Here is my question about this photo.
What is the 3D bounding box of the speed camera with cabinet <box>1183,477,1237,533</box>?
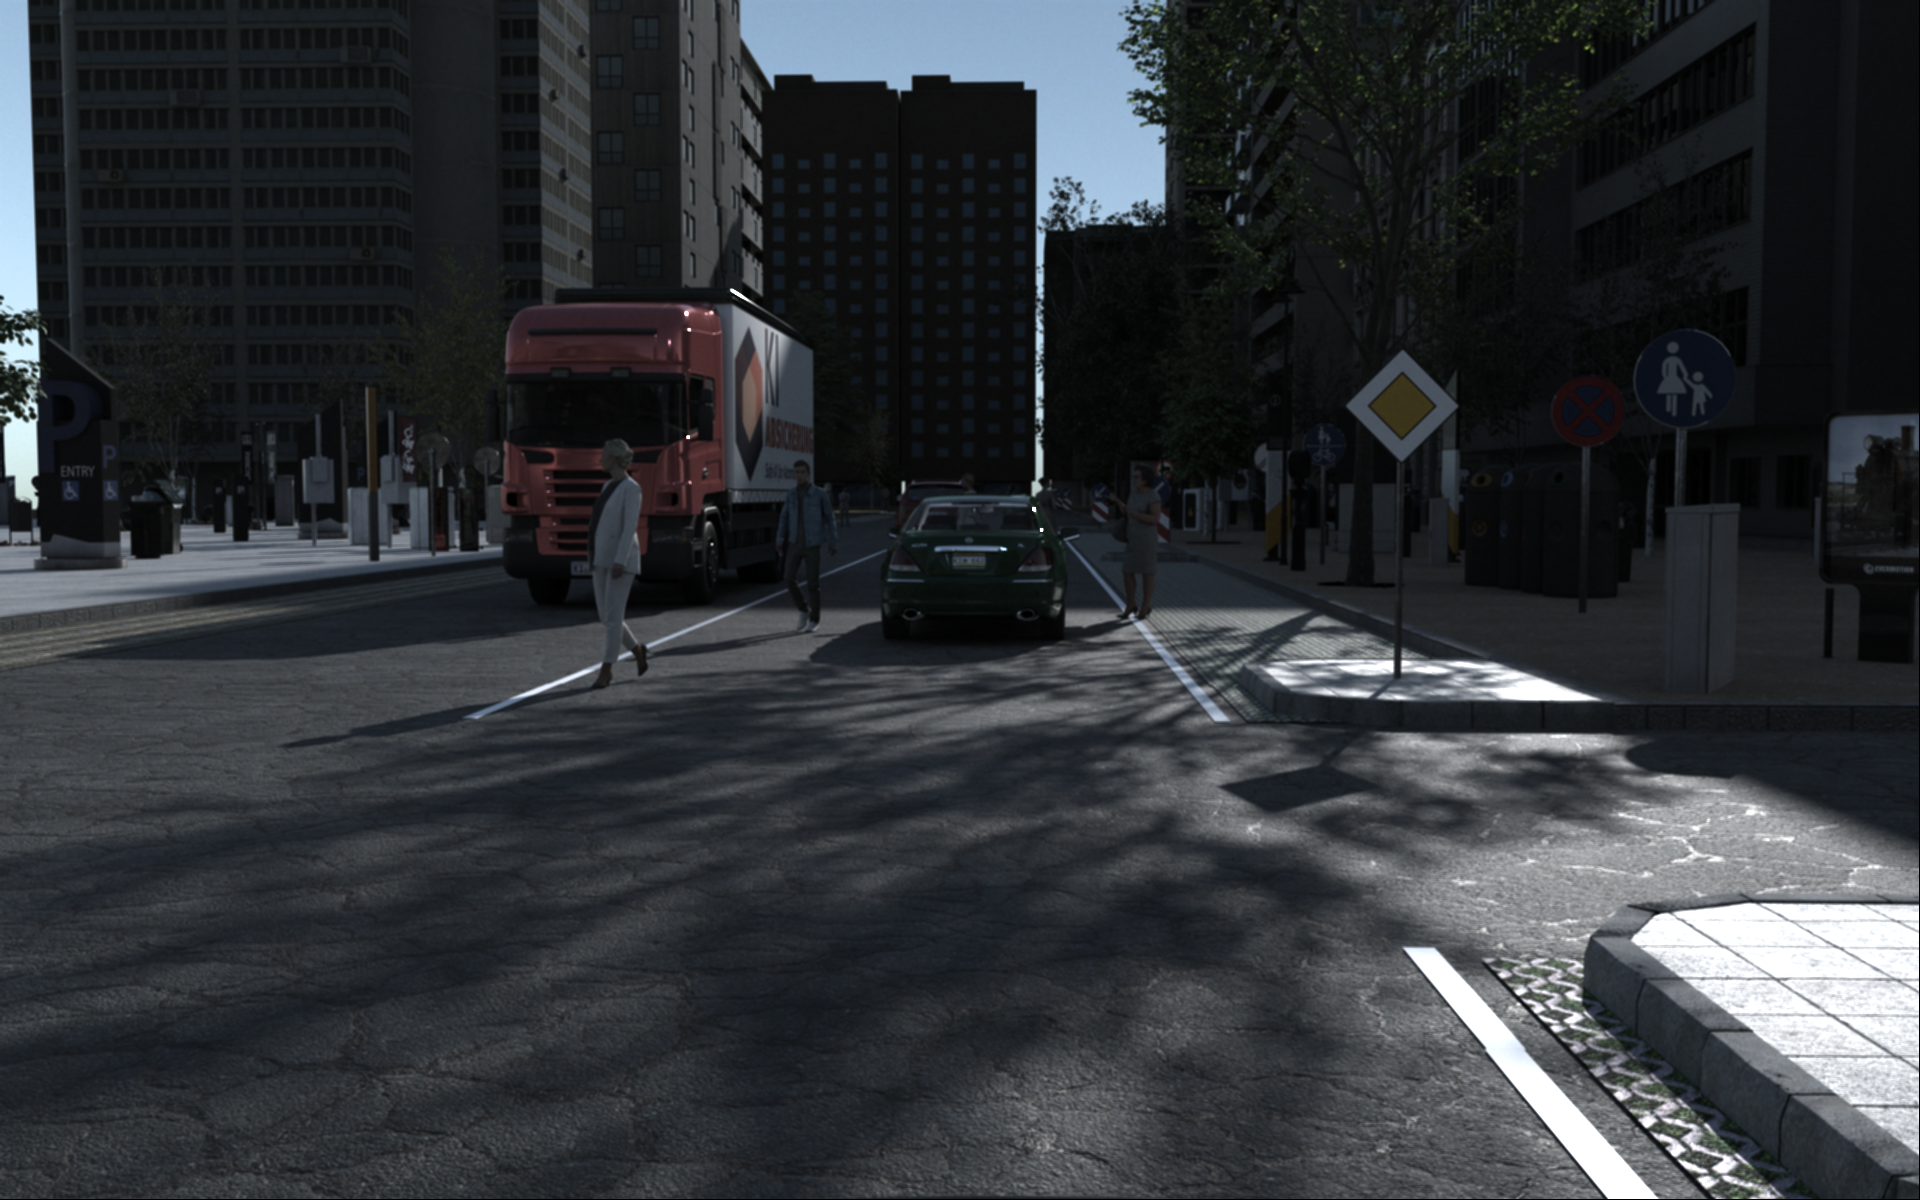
[{"bbox_3d":[8.332,-3.917,58.376,0.660,3.252,2.038,-2,4,-28],"label":"speed camera with cabinet"}]

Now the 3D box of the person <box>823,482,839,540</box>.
[{"bbox_3d":[-4.157,-2.802,54.495,0.537,1.800,0.526,3,4,37],"label":"person"}]

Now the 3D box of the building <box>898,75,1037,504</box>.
[{"bbox_3d":[1.132,-32.939,188.666,14.200,45.320,14.600,0,4,2],"label":"building"}]

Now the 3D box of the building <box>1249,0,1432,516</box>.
[{"bbox_3d":[30.482,-29.712,109.493,21.300,48.544,21.600,0,4,2],"label":"building"}]

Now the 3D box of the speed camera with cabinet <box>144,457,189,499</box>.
[{"bbox_3d":[-39.418,-5.606,85.989,0.660,3.252,2.038,3,4,36],"label":"speed camera with cabinet"}]

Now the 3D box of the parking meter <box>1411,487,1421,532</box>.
[{"bbox_3d":[15.247,-3.037,58.072,0.372,1.533,0.369,0,3,0],"label":"parking meter"}]

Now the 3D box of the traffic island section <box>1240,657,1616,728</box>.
[{"bbox_3d":[3.068,0.624,12.080,2.009,0.180,2.903,0,4,2],"label":"traffic island section"}]

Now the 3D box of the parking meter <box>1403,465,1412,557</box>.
[{"bbox_3d":[9.028,-1.805,35.218,0.255,1.863,0.399,0,4,6],"label":"parking meter"}]

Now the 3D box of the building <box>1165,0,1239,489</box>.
[{"bbox_3d":[33.531,-45.975,189.942,20.611,71.187,20.563,0,4,2],"label":"building"}]

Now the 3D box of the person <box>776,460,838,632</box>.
[{"bbox_3d":[-1.595,-0.562,18.039,0.601,1.785,0.444,1,4,21],"label":"person"}]

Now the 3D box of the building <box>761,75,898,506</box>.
[{"bbox_3d":[-13.364,-32.928,188.478,14.200,45.320,14.600,0,4,2],"label":"building"}]

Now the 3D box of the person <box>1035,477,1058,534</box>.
[{"bbox_3d":[1.803,-1.605,35.075,0.599,1.781,0.374,2,4,28],"label":"person"}]

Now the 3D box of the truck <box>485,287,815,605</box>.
[{"bbox_3d":[-4.176,-2.259,25.849,2.839,4.237,11.283,0,4,3],"label":"truck"}]

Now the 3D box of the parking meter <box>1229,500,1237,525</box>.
[{"bbox_3d":[11.429,-4.093,72.625,0.399,1.863,0.255,-1,4,-12],"label":"parking meter"}]

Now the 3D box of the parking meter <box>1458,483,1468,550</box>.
[{"bbox_3d":[11.608,-1.918,39.768,0.372,1.533,0.369,0,3,0],"label":"parking meter"}]

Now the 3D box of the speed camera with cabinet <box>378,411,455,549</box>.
[{"bbox_3d":[-12.807,-2.846,40.871,2.038,3.252,0.660,2,4,35],"label":"speed camera with cabinet"}]

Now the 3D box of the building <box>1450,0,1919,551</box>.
[{"bbox_3d":[25.078,-14.204,51.304,14.314,24.678,30.058,0,4,2],"label":"building"}]

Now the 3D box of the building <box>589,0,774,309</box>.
[{"bbox_3d":[-34.488,-37.148,196.615,27.495,52.752,28.713,0,4,2],"label":"building"}]

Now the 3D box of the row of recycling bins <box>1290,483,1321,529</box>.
[{"bbox_3d":[13.335,-3.536,64.924,3.534,1.692,1.069,2,4,33],"label":"row of recycling bins"}]

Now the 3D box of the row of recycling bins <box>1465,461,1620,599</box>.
[{"bbox_3d":[7.688,-0.969,22.959,1.069,1.692,3.534,0,4,-4],"label":"row of recycling bins"}]

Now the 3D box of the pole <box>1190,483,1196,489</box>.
[{"bbox_3d":[8.268,-4.134,61.433,0.158,3.312,0.155,0,3,0],"label":"pole"}]

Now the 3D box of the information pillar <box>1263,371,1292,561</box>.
[{"bbox_3d":[6.056,-2.547,32.995,0.504,3.616,0.183,-1,4,-12],"label":"information pillar"}]

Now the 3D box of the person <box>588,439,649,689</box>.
[{"bbox_3d":[-2.541,-0.284,13.021,0.514,1.842,0.818,2,4,29],"label":"person"}]

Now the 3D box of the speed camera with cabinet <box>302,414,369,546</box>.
[{"bbox_3d":[-15.405,-3.009,43.537,2.038,3.252,0.660,-2,4,-28],"label":"speed camera with cabinet"}]

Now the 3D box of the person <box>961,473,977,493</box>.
[{"bbox_3d":[0.151,-1.228,28.925,0.624,1.780,0.694,3,5,39],"label":"person"}]

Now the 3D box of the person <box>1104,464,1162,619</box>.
[{"bbox_3d":[1.966,-0.680,19.970,0.532,1.782,0.716,-3,4,-36],"label":"person"}]

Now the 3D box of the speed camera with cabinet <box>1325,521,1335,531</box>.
[{"bbox_3d":[13.230,-4.063,60.765,0.660,3.252,2.038,0,4,-5],"label":"speed camera with cabinet"}]

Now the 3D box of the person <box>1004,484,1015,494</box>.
[{"bbox_3d":[1.835,-3.185,60.814,0.529,1.795,0.600,-1,4,-11],"label":"person"}]

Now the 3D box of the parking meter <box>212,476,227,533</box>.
[{"bbox_3d":[-24.507,-3.159,57.353,0.399,1.863,0.255,-1,4,-18],"label":"parking meter"}]

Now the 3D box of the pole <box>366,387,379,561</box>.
[{"bbox_3d":[-11.230,-2.401,33.107,0.158,3.312,0.155,0,3,0],"label":"pole"}]

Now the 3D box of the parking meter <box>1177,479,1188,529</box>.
[{"bbox_3d":[8.147,-3.532,63.465,0.255,1.863,0.399,-2,4,-30],"label":"parking meter"}]

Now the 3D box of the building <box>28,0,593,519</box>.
[{"bbox_3d":[-34.929,-24.972,100.179,32.217,40.220,23.993,0,4,2],"label":"building"}]

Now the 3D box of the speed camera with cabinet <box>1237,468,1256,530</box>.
[{"bbox_3d":[9.578,-4.149,62.172,2.038,3.252,0.660,3,4,38],"label":"speed camera with cabinet"}]

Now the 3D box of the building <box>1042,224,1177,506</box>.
[{"bbox_3d":[16.025,-25.484,188.362,14.107,30.474,14.160,0,4,2],"label":"building"}]

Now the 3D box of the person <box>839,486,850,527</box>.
[{"bbox_3d":[-5.046,-4.103,75.762,0.511,1.800,0.466,-1,4,-17],"label":"person"}]

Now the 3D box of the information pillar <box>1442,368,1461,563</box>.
[{"bbox_3d":[9.221,-2.518,32.520,0.183,3.616,0.504,-1,4,-15],"label":"information pillar"}]

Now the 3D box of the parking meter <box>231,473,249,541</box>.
[{"bbox_3d":[-19.610,-2.539,47.221,0.399,1.863,0.255,-2,4,-35],"label":"parking meter"}]

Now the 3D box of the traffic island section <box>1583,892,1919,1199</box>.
[{"bbox_3d":[2.766,1.112,4.101,2.009,0.180,2.903,0,4,2],"label":"traffic island section"}]

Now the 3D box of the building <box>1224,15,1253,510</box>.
[{"bbox_3d":[32.848,-31.546,135.386,23.786,49.044,30.456,0,4,2],"label":"building"}]

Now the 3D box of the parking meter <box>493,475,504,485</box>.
[{"bbox_3d":[-14.150,-2.908,53.257,0.255,1.863,0.399,-3,5,-44],"label":"parking meter"}]

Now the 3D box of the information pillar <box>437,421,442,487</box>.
[{"bbox_3d":[-16.708,-3.933,55.667,0.183,3.616,0.504,-1,4,-11],"label":"information pillar"}]
